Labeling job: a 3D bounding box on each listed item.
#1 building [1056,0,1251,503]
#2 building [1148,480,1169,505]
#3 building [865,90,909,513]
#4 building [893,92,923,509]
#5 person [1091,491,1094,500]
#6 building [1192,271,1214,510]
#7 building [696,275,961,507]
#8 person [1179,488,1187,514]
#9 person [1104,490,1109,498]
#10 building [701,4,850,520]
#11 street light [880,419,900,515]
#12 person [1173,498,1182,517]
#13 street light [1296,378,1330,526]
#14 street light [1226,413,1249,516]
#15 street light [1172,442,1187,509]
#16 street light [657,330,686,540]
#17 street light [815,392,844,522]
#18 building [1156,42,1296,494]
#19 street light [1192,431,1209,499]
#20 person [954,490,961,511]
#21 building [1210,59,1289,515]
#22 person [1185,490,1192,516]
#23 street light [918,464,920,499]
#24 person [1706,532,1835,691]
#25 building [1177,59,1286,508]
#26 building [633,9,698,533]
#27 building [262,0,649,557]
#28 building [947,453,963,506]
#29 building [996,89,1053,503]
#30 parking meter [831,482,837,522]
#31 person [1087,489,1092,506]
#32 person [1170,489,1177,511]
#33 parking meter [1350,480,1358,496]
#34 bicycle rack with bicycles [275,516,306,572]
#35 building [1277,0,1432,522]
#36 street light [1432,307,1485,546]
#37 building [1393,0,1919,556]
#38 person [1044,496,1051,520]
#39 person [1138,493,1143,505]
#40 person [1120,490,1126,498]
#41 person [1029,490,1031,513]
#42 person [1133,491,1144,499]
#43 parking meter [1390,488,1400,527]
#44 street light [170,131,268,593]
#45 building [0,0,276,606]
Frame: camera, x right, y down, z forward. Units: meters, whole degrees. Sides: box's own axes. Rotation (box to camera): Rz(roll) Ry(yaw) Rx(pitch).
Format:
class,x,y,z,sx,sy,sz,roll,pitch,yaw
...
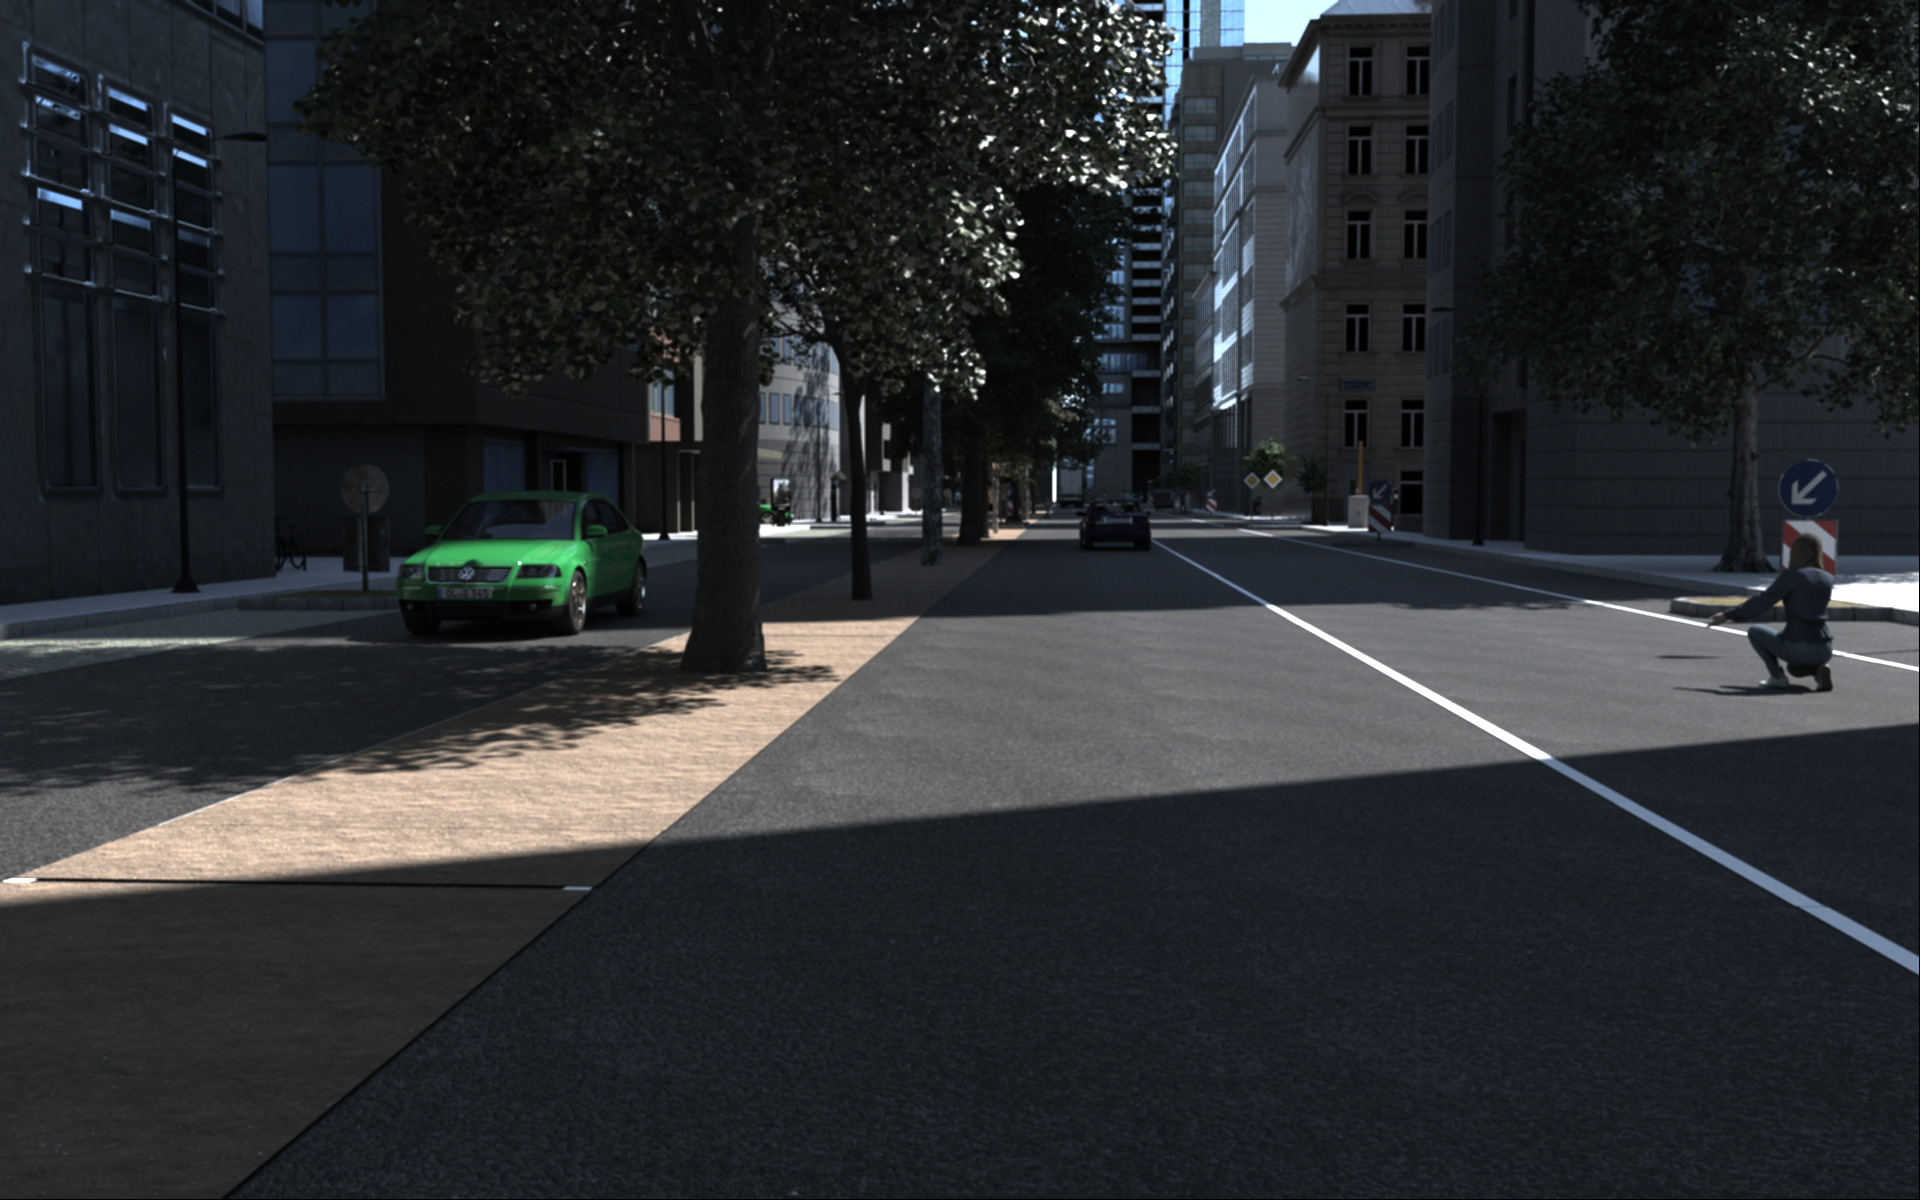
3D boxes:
class,x,y,z,sx,sy,sz,roll,pitch,yaw
building,29.404,-57.128,246.716,31.000,86.520,22.319,0,4,4
building,39.953,-32.039,215.726,32.217,40.220,23.993,0,4,4
building,-11.280,-21.418,121.883,14.160,30.474,14.107,0,4,4
building,-10.120,-28.134,143.581,14.154,41.232,14.086,0,4,4
person,15.750,-12.105,206.396,0.705,1.826,1.348,0,4,-5
building,24.718,-18.003,143.500,9.793,20.994,18.267,0,4,4
building,-11.437,-31.456,168.929,22.147,44.769,28.867,0,4,4
person,15.777,-6.971,122.275,0.655,1.846,0.447,-1,4,-9
person,12.487,-8.493,147.927,0.524,1.755,0.480,0,4,4
building,-17.225,-33.654,92.237,21.231,58.520,28.212,0,4,4
street light,-4.218,-8.136,105.567,1.470,5.913,1.316,0,4,4
person,13.309,-5.663,106.097,0.505,1.210,0.382,0,4,-5
street light,14.104,-5.909,69.147,1.470,5.913,1.316,0,4,4
street light,15.975,-7.778,99.717,1.470,5.913,1.316,0,4,4
street light,19.413,-11.044,153.104,1.470,5.913,1.316,0,4,4
street light,-7.763,-4.640,48.402,1.470,5.913,1.316,0,4,4
street light,-5.930,-6.528,79.271,1.470,5.913,1.316,0,4,4
building,33.890,-34.798,188.557,23.786,49.044,30.456,0,4,4
street light,17.682,-9.444,126.958,1.470,5.913,1.316,0,4,4
person,-0.190,-8.292,144.413,0.601,1.785,0.444,-1,4,-14
building,24.108,-20.902,119.233,11.434,29.767,29.804,0,4,4
person,14.846,-6.295,112.432,0.512,1.701,0.522,0,4,6
street light,-2.582,-9.735,131.708,1.470,5.913,1.316,0,4,4
person,6.069,0.072,12.824,1.012,1.151,0.738,0,4,-4
building,28.027,-29.559,166.889,14.154,41.232,14.086,0,4,4
building,-22.311,-24.763,59.504,28.867,44.769,22.147,0,4,4
building,-16.088,-23.899,40.857,14.600,45.320,14.200,0,4,4
building,-6.337,-25.637,190.859,14.160,30.474,14.107,0,4,4
building,-0.667,-43.169,247.819,28.212,58.520,21.231,0,4,4
parking meter,-5.884,-4.591,80.776,0.255,1.863,0.399,0,4,-7
person,9.739,-7.447,130.433,0.466,1.800,0.511,-1,4,-19
person,17.077,-7.919,137.996,0.620,1.820,0.660,3,5,42
parking meter,15.967,-3.934,70.026,0.399,1.863,0.255,-3,5,-42
bicycle rack with bicycles,-11.967,-0.935,28.674,2.852,0.926,2.925,2,4,24
building,28.508,-17.476,82.989,25.104,27.353,12.463,0,4,4
street light,12.398,-4.315,43.092,1.470,5.913,1.316,0,4,4
building,24.247,-30.941,47.885,21.231,58.520,28.212,0,4,4
person,4.956,-5.190,97.626,0.475,1.303,0.640,-3,5,-41
person,15.642,-8.522,150.433,0.503,1.515,0.523,-1,4,-15
person,13.216,-8.029,140.049,0.678,1.792,0.850,3,5,42
person,5.249,-7.536,132.265,0.362,1.759,0.519,3,5,44
person,16.628,-9.289,161.191,1.217,1.723,0.721,-1,4,-14
parking meter,17.079,-3.650,68.092,0.372,1.533,0.369,0,3,0
street light,-9.550,-3.046,22.351,1.470,5.913,1.316,0,4,4
building,-20.692,-42.606,9.285,22.319,86.520,31.000,0,4,4
